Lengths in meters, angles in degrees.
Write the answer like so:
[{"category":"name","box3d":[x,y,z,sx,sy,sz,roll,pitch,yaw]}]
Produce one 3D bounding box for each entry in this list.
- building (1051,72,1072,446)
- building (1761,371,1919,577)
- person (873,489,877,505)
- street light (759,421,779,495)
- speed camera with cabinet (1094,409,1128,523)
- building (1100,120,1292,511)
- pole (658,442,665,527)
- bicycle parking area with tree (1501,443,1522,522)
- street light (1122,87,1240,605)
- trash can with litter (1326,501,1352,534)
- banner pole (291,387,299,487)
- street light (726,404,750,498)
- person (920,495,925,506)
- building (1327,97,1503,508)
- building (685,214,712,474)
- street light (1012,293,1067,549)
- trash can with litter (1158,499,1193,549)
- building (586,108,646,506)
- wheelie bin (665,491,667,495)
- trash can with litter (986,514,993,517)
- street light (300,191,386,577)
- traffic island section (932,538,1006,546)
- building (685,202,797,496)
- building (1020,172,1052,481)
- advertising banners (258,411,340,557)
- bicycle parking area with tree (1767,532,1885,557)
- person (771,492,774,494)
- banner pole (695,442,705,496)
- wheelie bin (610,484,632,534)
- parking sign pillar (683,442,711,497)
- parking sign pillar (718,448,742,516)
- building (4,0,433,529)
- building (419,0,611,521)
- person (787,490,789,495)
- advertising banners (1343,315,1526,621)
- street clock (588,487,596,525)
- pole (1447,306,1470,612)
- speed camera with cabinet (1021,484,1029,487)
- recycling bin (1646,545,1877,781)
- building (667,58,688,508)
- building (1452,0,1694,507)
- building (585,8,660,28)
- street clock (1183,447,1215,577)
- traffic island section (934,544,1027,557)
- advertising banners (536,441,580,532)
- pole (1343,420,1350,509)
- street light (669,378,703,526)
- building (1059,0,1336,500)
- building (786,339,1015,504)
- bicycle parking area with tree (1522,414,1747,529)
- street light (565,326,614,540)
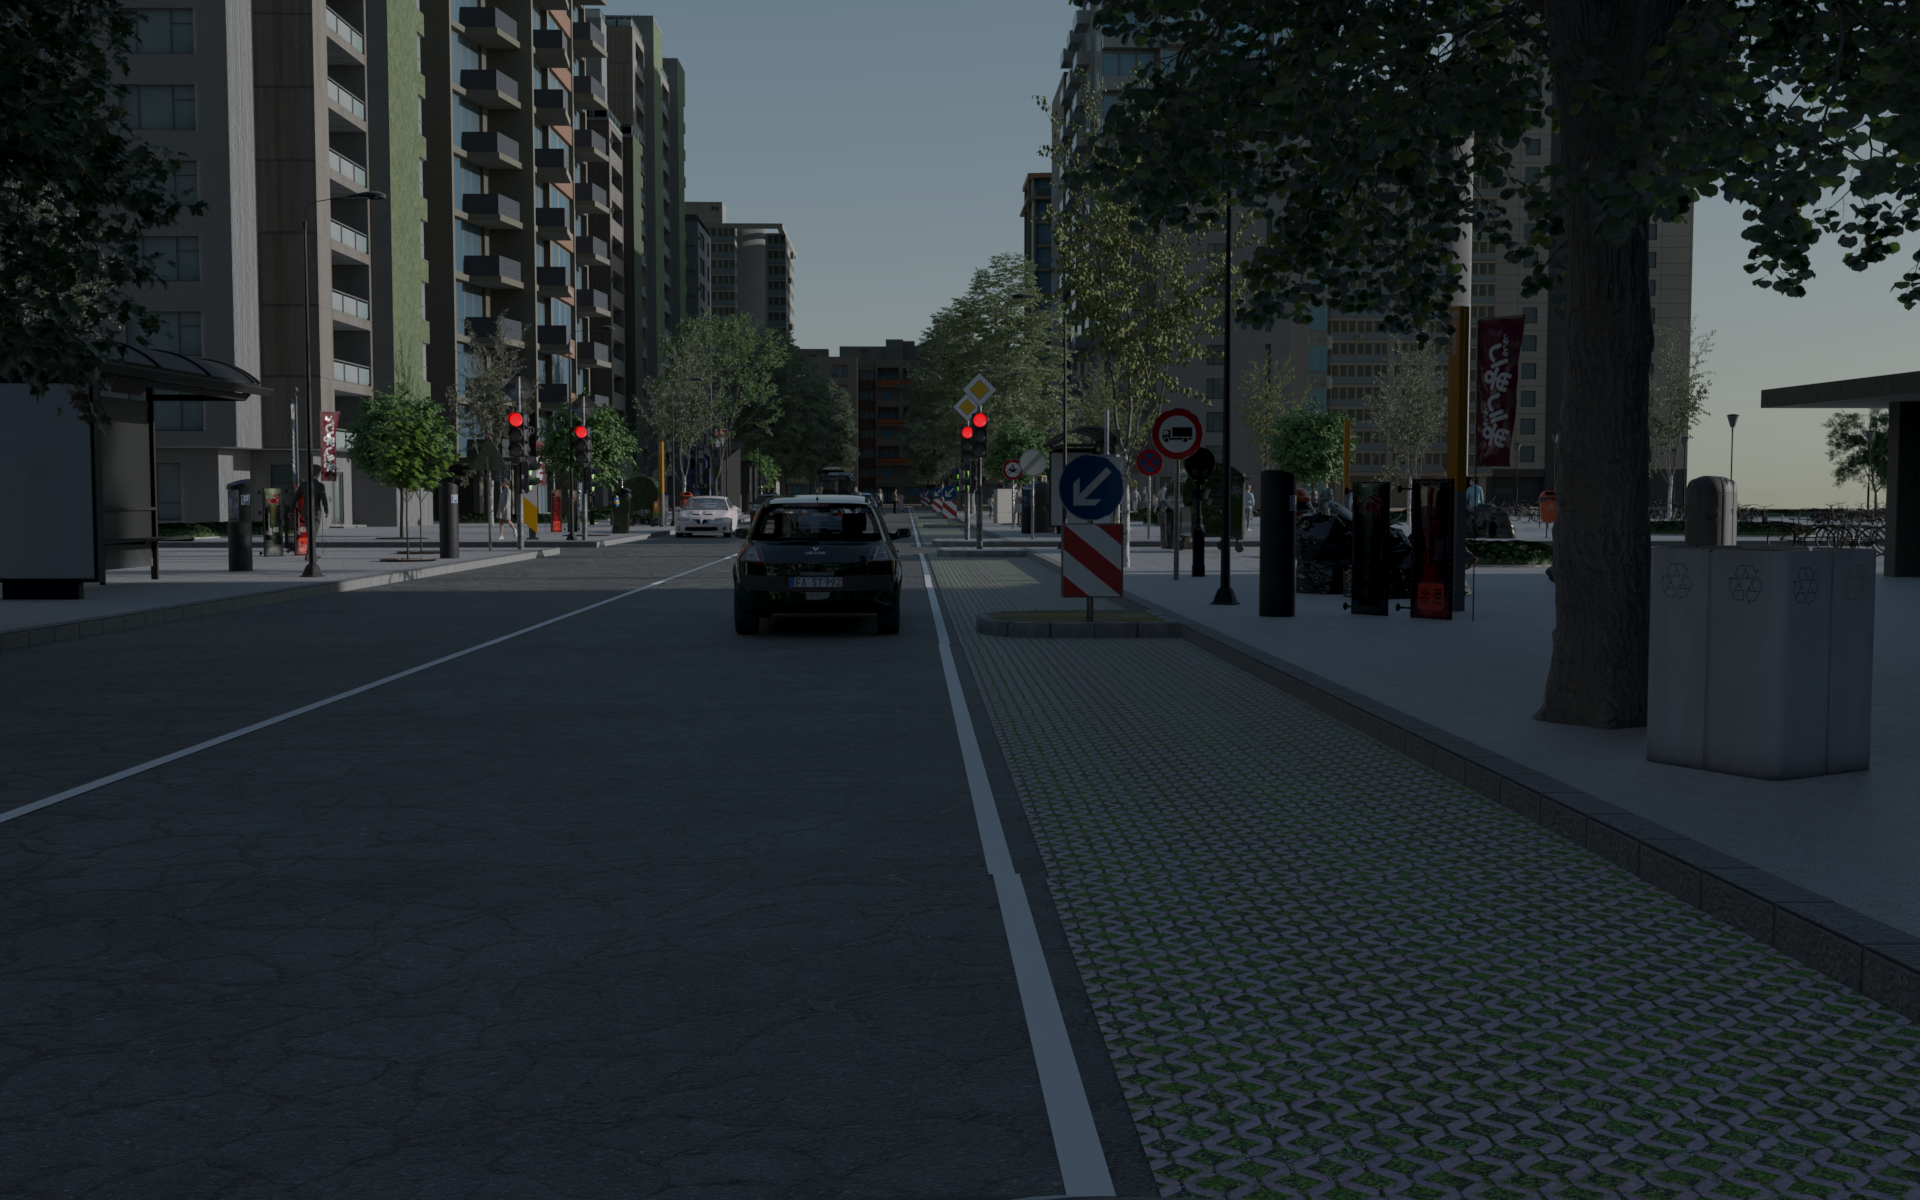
[{"category":"building","box3d":[17.022,-32.480,181.160,14.600,45.320,14.200,0,4,-2]},{"category":"building","box3d":[24.410,-21.945,13.426,22.147,44.769,28.867,0,4,-2]},{"category":"person","box3d":[-6.792,-7.995,139.230,1.348,1.823,0.705,2,4,26]},{"category":"street light","box3d":[-12.179,-8.403,109.929,1.470,5.913,1.316,0,4,-2]},{"category":"speed camera with cabinet","box3d":[3.418,-2.784,39.861,0.660,3.252,2.038,1,4,16]},{"category":"building","box3d":[17.849,-22.348,137.091,14.160,30.474,14.107,0,4,-2]},{"category":"pole","box3d":[-11.631,-4.504,67.489,0.158,3.312,0.155,0,3,0]},{"category":"bicycle parking area with tree","box3d":[27.947,-5.608,78.687,9.016,4.147,8.231,0,4,8]},{"category":"street light","box3d":[2.545,-2.901,19.970,1.470,5.913,1.316,0,4,-2]},{"category":"trash can with litter","box3d":[6.142,-0.938,26.731,1.055,1.170,0.624,3,4,36]},{"category":"banner pole","box3d":[-15.473,-3.076,40.315,0.401,3.779,0.863,-1,4,-11]},{"category":"street light","box3d":[-11.535,-7.163,89.658,1.470,5.913,1.316,0,4,-2]},{"category":"person","box3d":[-4.095,-11.254,193.039,0.617,1.759,0.750,1,4,10]},{"category":"building","box3d":[38.745,-29.438,173.194,23.993,40.220,32.217,0,4,-2]},{"category":"building","box3d":[-33.262,-24.994,180.354,14.107,30.474,14.160,0,4,-2]},{"category":"street light","box3d":[1.895,-4.141,40.242,1.470,5.913,1.316,0,4,-2]},{"category":"trash can with litter","box3d":[5.164,-1.783,40.540,1.055,1.170,0.624,2,4,32]},{"category":"building","box3d":[-31.682,-21.881,129.452,14.160,30.474,14.107,0,4,-2]},{"category":"wheelie bin","box3d":[-14.656,-4.683,84.481,0.693,1.594,0.980,-3,5,-41]},{"category":"trash can with litter","box3d":[2.131,-5.354,98.597,1.678,1.210,2.233,-2,4,-31]},{"category":"street light","box3d":[-9.504,-3.313,26.706,1.470,5.913,1.316,0,4,-2]},{"category":"traffic island section","box3d":[0.222,-1.592,48.305,2.009,0.180,2.903,0,4,-2]},{"category":"building","box3d":[-34.480,-33.093,232.951,23.993,40.220,32.217,0,4,-2]},{"category":"building","box3d":[21.105,-35.101,228.528,28.867,44.769,22.147,0,4,-2]},{"category":"advertising banners","box3d":[-13.694,-2.435,36.008,0.090,3.025,2.074,2,4,30]},{"category":"bicycle parking area with tree","box3d":[21.451,-2.884,34.154,9.016,4.147,8.231,1,4,11]},{"category":"person","box3d":[-20.347,-11.162,189.329,1.217,1.735,0.721,1,4,14]},{"category":"banner pole","box3d":[-12.440,-5.662,82.588,0.863,3.779,0.401,3,5,44]},{"category":"wheelie bin","box3d":[-10.988,-2.951,56.153,0.693,1.594,0.980,-1,4,-10]},{"category":"parking sign pillar","box3d":[-12.813,-5.868,84.416,1.447,3.967,1.447,0,4,1]},{"category":"parking sign pillar","box3d":[-13.542,-6.918,101.581,1.447,3.967,1.447,-2,4,-35]},{"category":"building","box3d":[-28.973,-23.302,64.576,14.154,41.232,14.086,0,4,-2]},{"category":"building","box3d":[-31.428,-26.863,93.827,22.147,44.769,28.867,0,4,-2]},{"category":"person","box3d":[-18.842,-11.133,188.787,0.721,1.735,1.217,-1,4,-17]},{"category":"advertising banners","box3d":[4.823,-1.318,17.736,0.090,3.025,2.074,-3,5,-41]},{"category":"street clock","box3d":[-15.197,-4.091,71.463,0.358,2.002,0.471,-1,4,-20]},{"category":"pole","box3d":[5.424,-1.533,18.905,0.158,3.312,0.155,0,3,0]},{"category":"speed camera with cabinet","box3d":[4.051,-6.496,100.539,0.660,3.252,2.038,1,4,17]},{"category":"recycling bin","box3d":[3.770,0.268,8.172,0.722,1.027,0.722,-2,4,-29]},{"category":"building","box3d":[-32.754,-28.988,157.541,14.154,41.232,14.086,0,4,-2]},{"category":"building","box3d":[61.245,-45.290,178.745,20.611,71.187,20.563,0,4,-2]},{"category":"building","box3d":[-32.483,-28.128,143.483,14.154,41.232,14.086,0,4,-2]},{"category":"street clock","box3d":[3.705,-1.364,26.865,0.471,2.002,0.358,0,4,0]},{"category":"traffic island section","box3d":[0.473,-1.104,40.324,2.009,0.180,2.903,0,4,-2]},{"category":"advertising banners","box3d":[-13.503,-3.777,57.941,0.090,3.025,2.074,2,4,33]},{"category":"pole","box3d":[10.653,-3.298,47.766,0.158,3.312,0.155,0,3,0]},{"category":"street light","box3d":[-10.959,-5.923,69.384,1.470,5.913,1.316,0,4,-2]},{"category":"building","box3d":[20.907,-32.982,158.871,23.786,49.044,30.456,0,4,-2]},{"category":"building","box3d":[-7.872,-23.652,231.746,28.899,21.520,27.650,0,4,-2]},{"category":"bicycle parking area with tree","box3d":[25.058,-4.612,62.408,8.231,4.147,9.016,1,4,22]},{"category":"street light","box3d":[-10.238,-4.611,47.934,1.470,5.913,1.316,0,4,-2]}]
